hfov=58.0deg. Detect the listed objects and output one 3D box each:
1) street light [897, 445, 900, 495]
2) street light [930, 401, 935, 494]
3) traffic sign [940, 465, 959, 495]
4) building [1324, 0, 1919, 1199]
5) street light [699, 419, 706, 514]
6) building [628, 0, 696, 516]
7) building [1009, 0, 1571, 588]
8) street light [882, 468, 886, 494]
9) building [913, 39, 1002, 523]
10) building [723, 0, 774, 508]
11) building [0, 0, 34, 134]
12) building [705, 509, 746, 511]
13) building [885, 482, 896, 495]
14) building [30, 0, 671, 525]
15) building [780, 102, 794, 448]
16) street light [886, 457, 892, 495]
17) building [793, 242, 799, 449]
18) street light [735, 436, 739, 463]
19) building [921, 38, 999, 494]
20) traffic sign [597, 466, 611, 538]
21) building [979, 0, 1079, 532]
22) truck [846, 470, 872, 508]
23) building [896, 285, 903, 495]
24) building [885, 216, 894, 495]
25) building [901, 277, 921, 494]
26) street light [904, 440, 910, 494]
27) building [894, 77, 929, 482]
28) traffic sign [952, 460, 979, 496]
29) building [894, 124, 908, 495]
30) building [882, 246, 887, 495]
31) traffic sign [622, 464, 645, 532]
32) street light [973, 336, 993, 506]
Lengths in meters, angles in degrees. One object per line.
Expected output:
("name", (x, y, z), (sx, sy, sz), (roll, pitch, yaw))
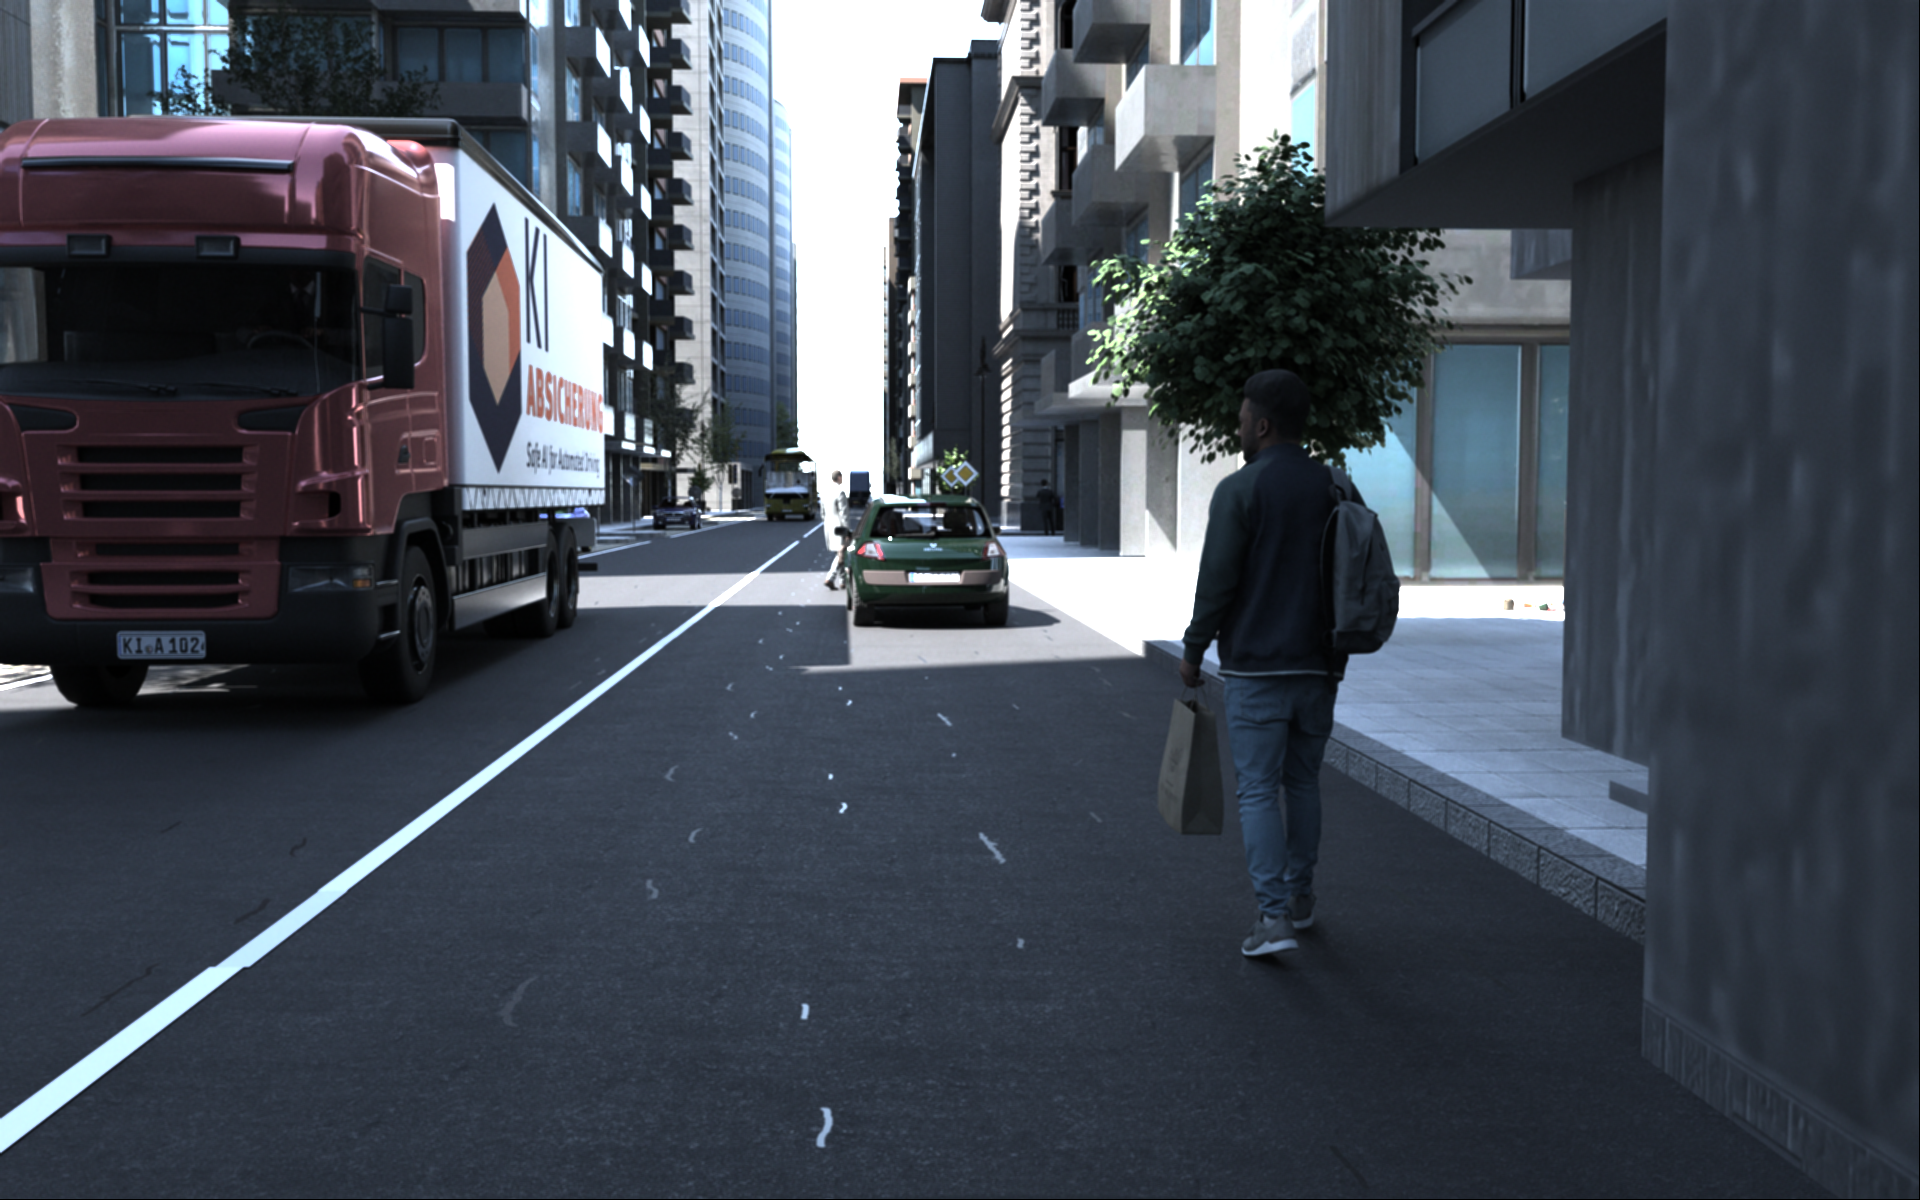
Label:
("street light", (-5.720, -11.553, 161.676), (0.468, 5.910, 1.993), (0, 4, -3))
("street light", (-1.276, -6.908, 85.728), (0.468, 5.910, 1.993), (0, 4, -3))
("traffic sign", (-0.291, -3.392, 59.097), (0.795, 2.450, 0.064), (0, 4, -3))
("building", (8.649, -19.672, 5.236), (14.154, 41.232, 14.086), (0, 4, -3))
("street light", (-15.850, -8.200, 106.854), (0.468, 5.910, 1.993), (0, 4, -3))
("building", (-28.585, -27.777, 108.778), (22.147, 44.769, 28.867), (0, 4, -3))
("building", (13.591, -25.439, 35.541), (23.786, 49.044, 30.456), (0, 4, -3))
("street light", (-10.371, -16.572, 243.732), (0.468, 5.910, 1.993), (0, 4, -3))
("building", (5.133, -16.563, 89.872), (14.314, 24.678, 30.058), (0, 4, -3))
("building", (-29.118, -38.255, 167.468), (21.231, 58.520, 28.212), (0, 4, -3))
("building", (-37.571, -27.112, 32.527), (27.495, 52.752, 28.713), (0, 4, -3))
("building", (-27.822, -43.061, 142.305), (20.563, 71.187, 20.611), (0, 4, -3))
("building", (5.252, -34.282, 252.395), (32.217, 40.220, 23.993), (0, 4, -3))
("building", (-25.014, -27.620, 71.198), (23.786, 49.044, 30.456), (0, 4, -3))
("building", (-35.179, -43.363, 250.976), (21.231, 58.520, 28.212), (0, 4, -3))
("street light", (-8.409, -14.514, 210.097), (0.468, 5.910, 1.993), (0, 4, -3))
("building", (-32.732, -36.037, 272.802), (14.154, 41.232, 14.086), (0, 4, -3))
("street light", (-17.390, -9.942, 135.343), (0.468, 5.910, 1.993), (0, 4, -3))
("building", (3.166, -20.920, 119.529), (11.434, 29.767, 29.804), (0, 4, -3))
("traffic sign", (-10.566, -2.868, 50.537), (0.795, 2.450, 0.064), (0, 4, -3))
("building", (11.024, -14.370, 63.828), (19.941, 23.489, 11.050), (0, 4, -3))
("truck", (-10.700, -12.101, 187.609), (2.967, 4.110, 18.799), (0, 4, -5))
("building", (-1.587, -28.204, 232.842), (14.160, 30.474, 14.107), (0, 4, -3))
("building", (-4.392, -37.977, 271.034), (14.600, 45.320, 14.200), (0, 4, -3))
("building", (9.007, -18.838, 153.036), (27.650, 21.520, 28.899), (0, 4, -3))
("street light", (-4.089, -9.845, 133.761), (0.468, 5.910, 1.993), (0, 4, -3))
("building", (4.332, -32.219, 181.398), (22.147, 44.769, 28.867), (0, 4, -3))
("traffic sign", (0.163, -2.904, 51.125), (0.795, 2.450, 0.064), (0, 4, -3))
("building", (0.051, -33.814, 202.972), (14.600, 45.320, 14.200), (0, 4, -3))
("building", (-5.828, -36.861, 286.275), (14.154, 41.232, 14.086), (0, 4, -3))
("traffic sign", (-11.019, -3.356, 58.509), (0.795, 2.450, 0.064), (0, 4, -3))
("street light", (0.671, -4.764, 50.685), (0.468, 5.910, 1.993), (0, 4, -3))
